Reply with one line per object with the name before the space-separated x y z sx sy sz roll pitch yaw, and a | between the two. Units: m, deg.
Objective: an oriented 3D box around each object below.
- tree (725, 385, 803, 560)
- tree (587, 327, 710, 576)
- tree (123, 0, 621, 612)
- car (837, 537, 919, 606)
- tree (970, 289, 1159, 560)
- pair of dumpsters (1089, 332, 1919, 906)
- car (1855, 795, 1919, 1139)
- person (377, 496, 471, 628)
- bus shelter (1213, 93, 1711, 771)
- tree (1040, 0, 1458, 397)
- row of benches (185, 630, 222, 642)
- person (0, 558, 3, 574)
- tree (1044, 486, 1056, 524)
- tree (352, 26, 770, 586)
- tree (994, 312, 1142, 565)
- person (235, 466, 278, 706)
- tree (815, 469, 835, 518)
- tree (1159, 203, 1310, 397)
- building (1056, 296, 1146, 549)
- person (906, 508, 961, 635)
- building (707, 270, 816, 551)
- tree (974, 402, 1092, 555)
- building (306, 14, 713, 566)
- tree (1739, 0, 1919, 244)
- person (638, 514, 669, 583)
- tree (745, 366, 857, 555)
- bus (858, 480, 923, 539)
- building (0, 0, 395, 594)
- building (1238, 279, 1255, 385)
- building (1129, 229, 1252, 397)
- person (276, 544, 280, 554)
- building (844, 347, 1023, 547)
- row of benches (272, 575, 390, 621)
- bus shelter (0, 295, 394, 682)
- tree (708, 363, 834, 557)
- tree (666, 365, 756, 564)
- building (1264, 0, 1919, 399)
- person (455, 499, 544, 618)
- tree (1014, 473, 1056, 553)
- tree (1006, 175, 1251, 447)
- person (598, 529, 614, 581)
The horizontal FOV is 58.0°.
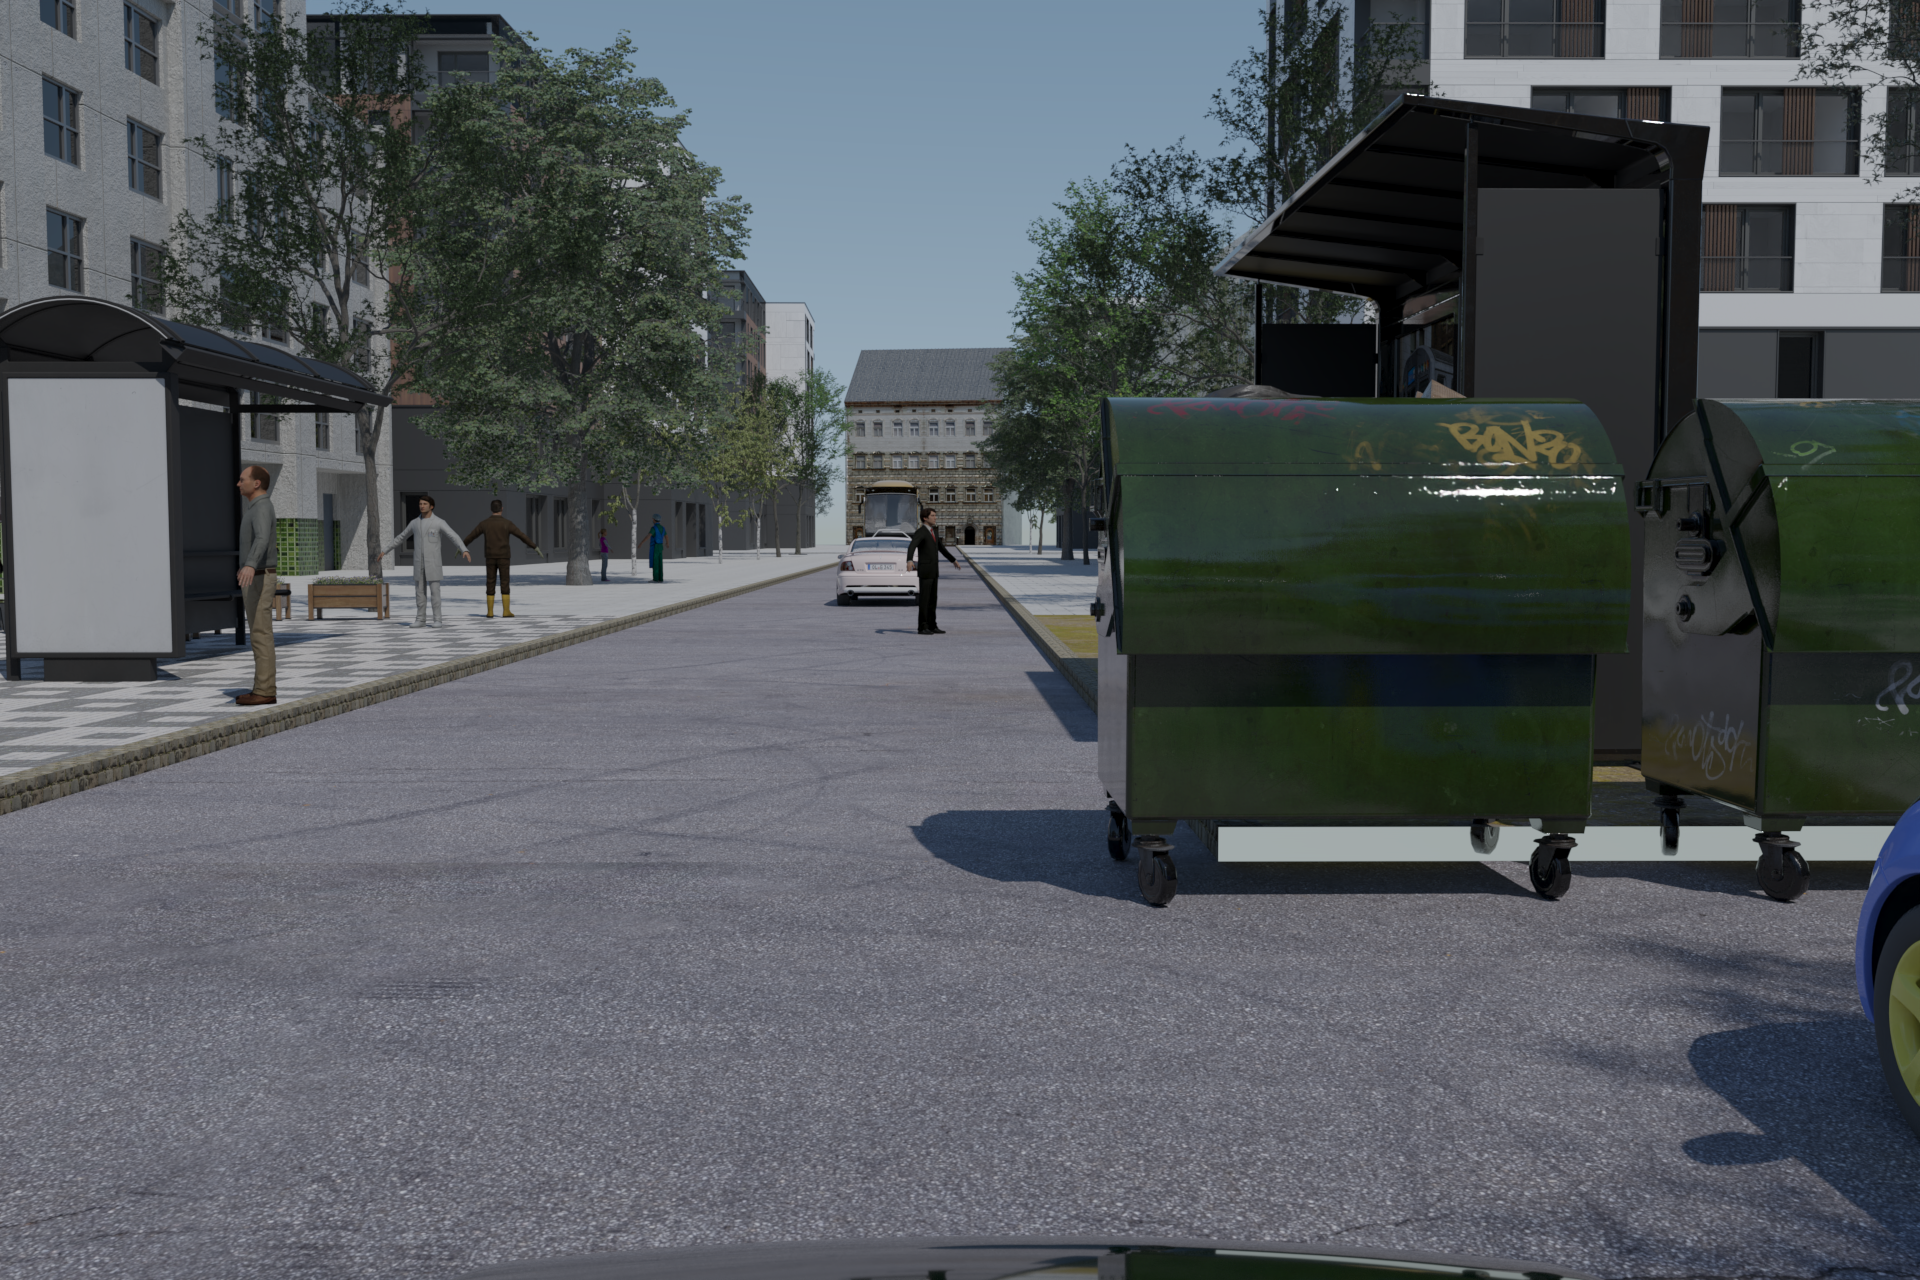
tree | -9.958 -8.296 86.009 4.737 8.622 4.395 0 3 0
tree | -9.961 -6.300 53.372 4.737 8.622 4.395 0 3 0
tree | -9.569 -5.758 28.550 8.767 10.594 7.601 0 4 3
car | -1.555 -1.452 36.104 2.083 1.381 4.827 0 4 0
tree | 5.240 -10.937 85.480 9.857 13.997 8.962 0 3 0
pair of dumpsters | 2.749 -0.137 7.190 4.436 2.255 1.574 0 4 -1
car | 3.083 0.412 2.858 1.945 1.707 3.694 0 4 -1
person | -7.315 -1.074 23.746 1.347 1.806 0.705 1 4 9
bus shelter | 3.163 -1.291 12.398 1.731 3.624 6.357 0 4 -1
tree | 5.596 -5.823 29.611 8.767 10.594 7.601 -1 4 -9
row of benches | -9.449 -0.292 20.230 1.422 0.672 4.104 -1 4 -9
person | -9.633 -0.646 16.330 0.705 1.858 1.354 2 4 28
tree | 13.295 -17.315 201.224 7.486 12.596 7.792 0 3 0
tree | -9.626 -8.330 42.843 9.857 13.997 8.962 0 3 0
tree | 4.936 -8.405 71.832 7.601 10.594 8.767 -1 4 -11
person | -5.331 -0.417 13.095 0.705 1.796 1.348 -1 4 -23
tree | -18.008 -16.314 201.150 7.601 10.594 8.767 0 4 -3
tree | 5.797 -5.446 39.410 4.360 8.622 3.978 0 3 0
building | 22.977 -19.647 165.209 27.936 21.610 32.646 0 4 0
person | -0.428 -0.986 24.757 0.705 1.806 1.347 2 4 32
building | -27.528 -18.738 150.348 27.936 21.610 32.646 0 4 -1
tree | 5.024 -10.531 106.597 8.767 10.594 7.601 -1 4 -20
building | -28.487 -14.730 84.813 27.936 21.610 32.646 0 4 0
tree | 11.787 -6.420 15.342 12.009 13.543 11.850 0 3 0
person | -7.993 -2.409 45.506 0.704 1.817 1.347 2 4 25
tree | -9.860 -11.052 106.458 9.928 11.665 9.643 0 3 0
bus | -3.171 -5.595 83.027 2.896 3.916 12.252 0 4 -1
building | -28.490 -10.941 45.346 16.747 18.905 31.486 0 3 0
building | 24.729 -15.651 86.830 19.493 23.208 18.063 0 4 0
building | 20.971 -18.514 133.634 19.493 23.208 18.063 0 3 0
person | -12.230 -1.485 30.748 0.721 1.772 1.216 -1 4 -14
building | -2.709 -22.665 203.954 18.063 23.208 19.493 1 4 9
row of benches | -10.451 -0.624 25.662 4.104 0.672 1.422 0 4 -8
bus shelter | -7.578 -1.441 17.487 2.014 3.302 5.546 0 4 -1
tree | -10.342 -9.839 95.277 7.601 10.594 8.767 0 4 3
tree | -10.522 -7.585 74.385 4.737 8.622 4.395 0 3 0
building | 23.811 -13.140 58.807 27.936 21.610 32.646 0 4 0
person | -7.075 -1.247 26.529 1.346 1.812 0.704 0 4 -3
tree | 4.915 -10.032 114.386 4.737 8.622 4.395 0 3 0
tree | 4.931 -7.671 51.171 9.928 11.665 9.643 0 3 0
person | -9.598 -2.309 47.023 0.599 1.433 0.991 -2 4 -28
